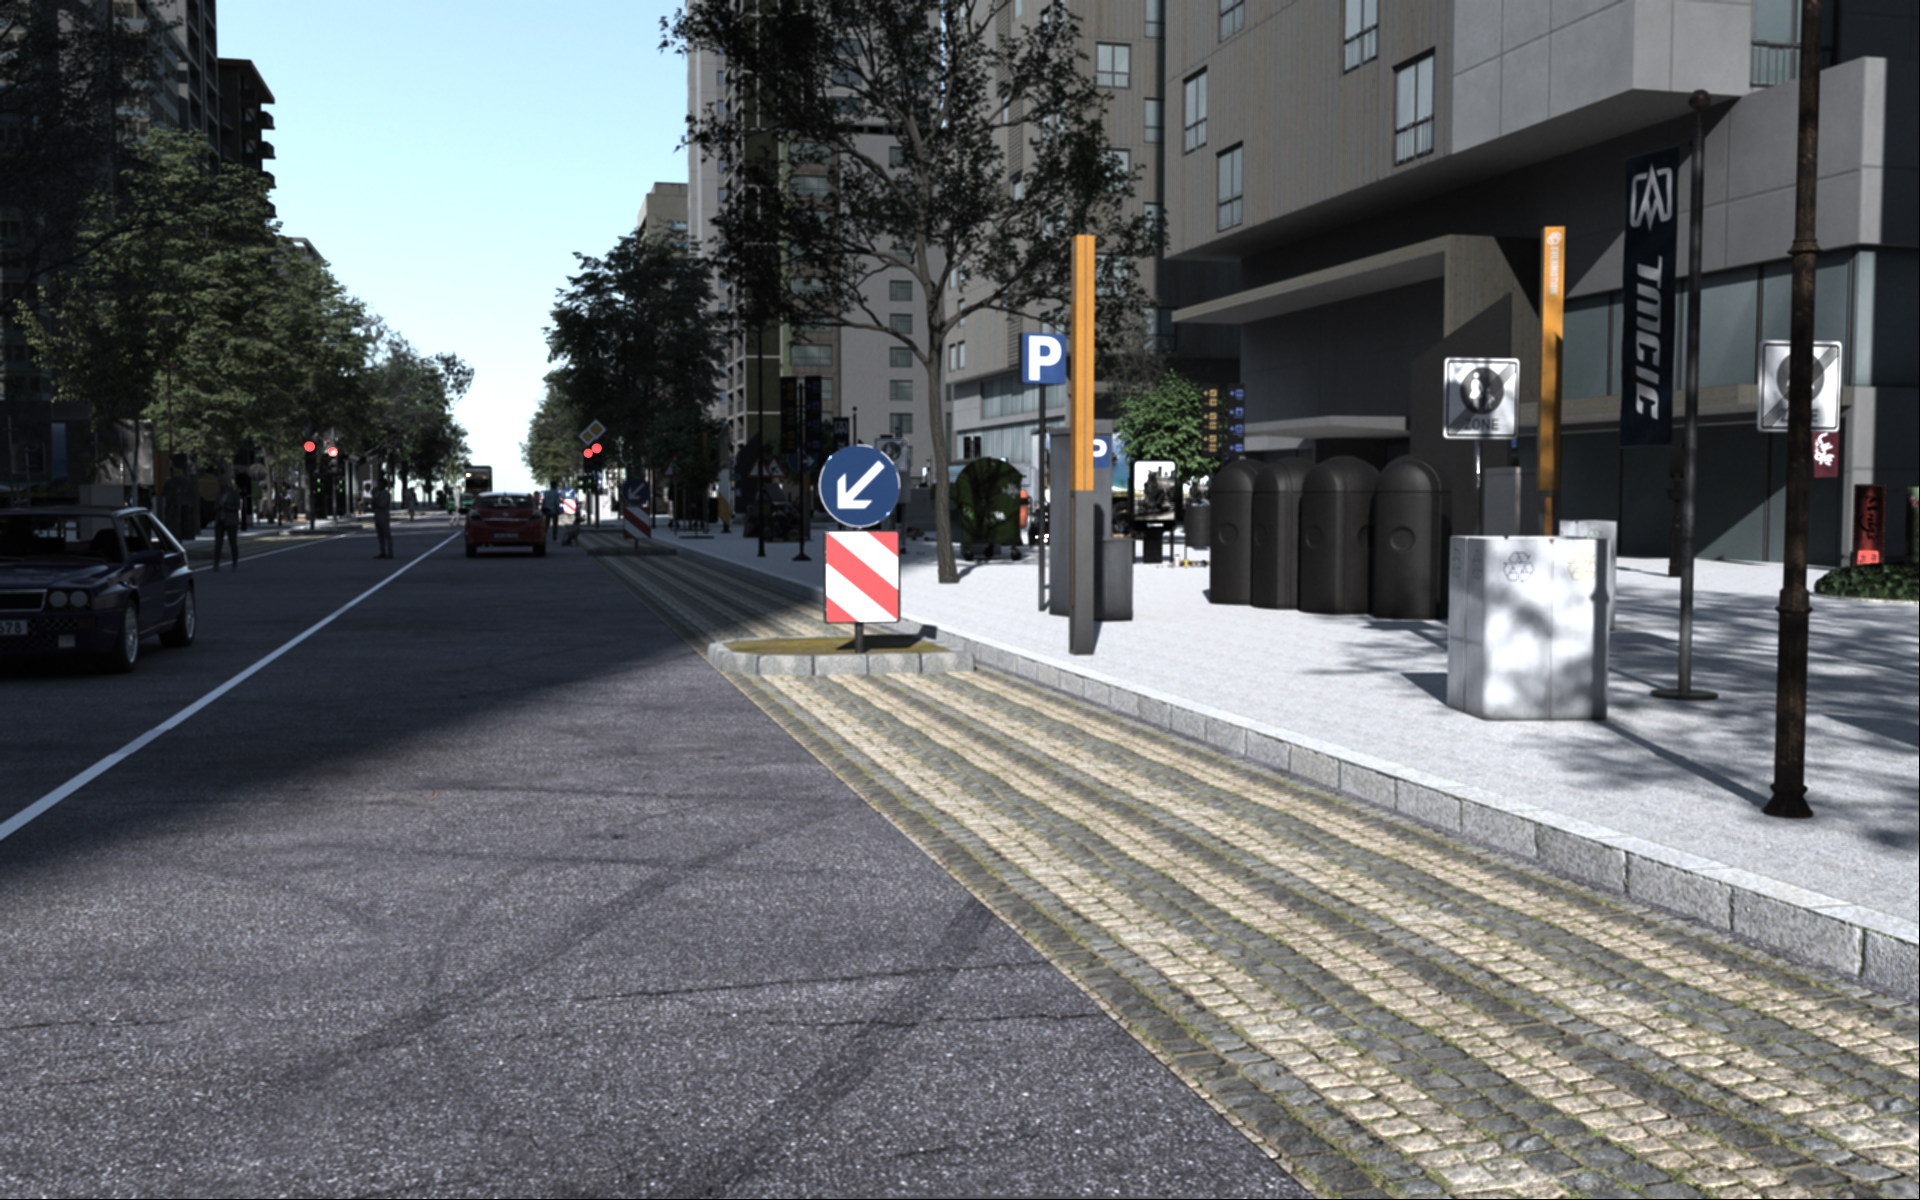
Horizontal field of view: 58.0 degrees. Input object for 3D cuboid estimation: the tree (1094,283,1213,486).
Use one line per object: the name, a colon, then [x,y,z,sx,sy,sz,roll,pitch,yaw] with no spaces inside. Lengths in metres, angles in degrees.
tree: [6.390,-6.714,60.138,4.360,8.622,3.978,0,3,0]

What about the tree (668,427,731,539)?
tree: [-7.749,-3.409,50.339,1.663,3.219,1.824,0,3,0]

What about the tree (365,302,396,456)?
tree: [-31.115,-10.081,82.951,7.486,12.596,7.792,0,3,0]

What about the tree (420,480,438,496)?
tree: [-56.045,-11.472,182.172,1.663,3.219,1.824,0,3,0]

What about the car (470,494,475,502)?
car: [-42.247,-8.329,148.178,2.014,1.417,4.499,-1,4,-13]

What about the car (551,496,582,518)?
car: [-23.683,-5.589,103.961,1.945,1.354,3.894,-1,4,-14]

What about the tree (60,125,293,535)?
tree: [-24.096,-8.331,54.346,7.486,12.596,7.792,0,3,0]

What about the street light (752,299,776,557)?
street light: [-4.084,-3.833,35.458,0.468,5.910,1.993,-1,4,-14]

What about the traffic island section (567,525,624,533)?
traffic island section: [-13.547,-2.601,64.811,2.009,0.180,2.903,-1,4,-14]

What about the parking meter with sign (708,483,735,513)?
parking meter with sign: [-14.997,-6.905,109.157,0.543,3.016,1.738,3,4,38]

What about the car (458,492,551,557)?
car: [-10.724,-1.943,40.811,2.155,1.783,4.494,-1,4,-15]

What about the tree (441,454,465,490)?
tree: [-80.901,-19.929,276.197,4.737,8.622,4.395,0,3,0]

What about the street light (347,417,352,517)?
street light: [-34.675,-7.682,98.387,0.468,5.910,1.993,-1,4,-14]

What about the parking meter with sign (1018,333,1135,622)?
parking meter with sign: [1.249,-1.338,18.140,0.543,3.016,1.738,-2,4,-25]

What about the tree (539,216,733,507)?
tree: [-15.204,-10.651,80.793,9.857,13.997,8.962,0,3,0]

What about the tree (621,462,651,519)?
tree: [-17.095,-5.818,89.723,1.663,3.219,1.824,0,3,0]

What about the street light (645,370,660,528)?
street light: [-11.433,-5.609,64.488,0.468,5.910,1.993,-1,4,-14]

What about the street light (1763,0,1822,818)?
street light: [3.317,-2.078,6.758,0.468,5.910,1.993,-1,4,-14]

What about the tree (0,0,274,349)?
tree: [-16.552,-7.099,26.442,12.009,13.543,11.850,0,3,0]

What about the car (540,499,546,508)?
car: [-35.690,-8.476,151.160,1.945,1.354,3.894,-1,4,-14]

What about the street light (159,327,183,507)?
street light: [-21.923,-4.605,48.083,0.468,5.910,1.993,-1,4,-14]

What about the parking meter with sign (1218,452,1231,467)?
parking meter with sign: [11.130,-4.528,70.287,0.543,3.016,1.738,-1,4,-21]

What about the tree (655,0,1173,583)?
tree: [-0.506,-5.523,24.717,7.601,10.594,8.767,0,4,7]

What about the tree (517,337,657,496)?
tree: [-28.347,-13.694,134.273,12.009,13.543,11.850,0,3,0]

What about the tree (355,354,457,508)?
tree: [-49.718,-15.190,155.017,9.857,13.997,8.962,0,3,0]

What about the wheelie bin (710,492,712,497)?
wheelie bin: [-17.049,-6.630,116.303,0.693,1.594,0.980,-2,4,-35]

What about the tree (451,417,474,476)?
tree: [-68.462,-18.607,229.980,9.928,11.665,9.643,0,3,0]

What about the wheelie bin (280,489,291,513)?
wheelie bin: [-44.610,-6.536,114.777,0.980,1.594,0.693,-1,4,-15]

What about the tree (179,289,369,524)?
tree: [-29.743,-8.581,74.711,8.767,10.594,7.601,-1,4,-10]

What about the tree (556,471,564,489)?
tree: [-57.035,-18.112,246.500,4.737,8.622,4.395,0,3,0]

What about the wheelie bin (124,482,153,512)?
wheelie bin: [-21.700,-2.318,45.814,0.693,1.594,0.980,-2,4,-28]

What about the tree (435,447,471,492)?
tree: [-86.198,-22.052,294.966,7.601,10.594,8.767,-1,4,-8]

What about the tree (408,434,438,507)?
tree: [-54.922,-13.855,176.889,4.360,8.622,3.978,0,3,0]

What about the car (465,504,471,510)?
car: [-16.694,-3.086,62.261,2.131,1.459,4.920,-1,4,-15]

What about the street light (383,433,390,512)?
street light: [-42.012,-9.444,127.197,0.468,5.910,1.993,-1,4,-14]

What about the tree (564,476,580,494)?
tree: [-38.134,-10.818,171.478,1.663,3.219,1.824,0,3,0]

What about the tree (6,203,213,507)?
tree: [-20.915,-5.677,43.189,4.737,8.622,4.395,0,3,0]

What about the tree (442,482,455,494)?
tree: [-69.899,-14.766,236.023,1.663,3.219,1.824,0,3,0]

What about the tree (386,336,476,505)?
tree: [-65.259,-21.576,208.649,12.611,20.169,13.585,0,3,0]

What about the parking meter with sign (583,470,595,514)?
parking meter with sign: [-26.359,-7.736,122.740,0.543,3.016,1.738,-1,4,-14]

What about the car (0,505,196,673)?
car: [-7.772,-0.140,14.863,1.945,1.354,3.894,-1,4,-14]

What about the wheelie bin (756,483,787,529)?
wheelie bin: [-5.443,-2.554,49.674,0.693,1.594,0.980,3,4,38]

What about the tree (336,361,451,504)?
tree: [-44.895,-12.729,133.876,9.928,11.665,9.643,0,3,0]

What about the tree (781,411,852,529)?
tree: [-5.575,-4.938,64.444,4.285,4.588,4.351,0,3,0]

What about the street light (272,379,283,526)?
street light: [-27.413,-5.924,69.652,0.468,5.910,1.993,-1,4,-14]

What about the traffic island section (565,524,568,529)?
traffic island section: [-15.519,-3.075,72.550,2.009,0.180,2.903,-1,4,-14]

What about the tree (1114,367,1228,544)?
tree: [5.603,-3.750,45.023,4.285,4.588,4.351,0,3,0]

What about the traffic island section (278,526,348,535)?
traffic island section: [-23.328,-2.450,62.332,2.009,0.180,2.903,-1,4,-14]

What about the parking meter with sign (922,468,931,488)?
parking meter with sign: [-2.168,-7.187,113.763,0.543,3.016,1.738,0,4,-6]

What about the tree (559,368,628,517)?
tree: [-20.033,-9.026,97.943,4.360,8.622,3.978,0,3,0]

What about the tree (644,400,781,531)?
tree: [-9.446,-4.722,60.925,4.285,4.588,4.351,0,3,0]

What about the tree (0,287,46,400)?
tree: [-32.271,-6.512,56.835,4.360,8.622,3.978,0,3,0]

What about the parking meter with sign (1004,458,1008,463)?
parking meter with sign: [1.427,-5.267,82.375,1.738,3.016,0.543,-3,4,-37]

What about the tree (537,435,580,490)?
tree: [-53.923,-18.960,235.757,9.928,11.665,9.643,0,3,0]

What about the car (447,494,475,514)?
car: [-35.510,-7.001,123.258,1.959,1.807,4.718,-1,4,-15]

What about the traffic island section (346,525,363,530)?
traffic island section: [-25.300,-2.923,70.070,2.009,0.180,2.903,-1,4,-14]

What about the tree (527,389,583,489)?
tree: [-40.509,-15.831,176.960,7.486,12.596,7.792,0,3,0]
